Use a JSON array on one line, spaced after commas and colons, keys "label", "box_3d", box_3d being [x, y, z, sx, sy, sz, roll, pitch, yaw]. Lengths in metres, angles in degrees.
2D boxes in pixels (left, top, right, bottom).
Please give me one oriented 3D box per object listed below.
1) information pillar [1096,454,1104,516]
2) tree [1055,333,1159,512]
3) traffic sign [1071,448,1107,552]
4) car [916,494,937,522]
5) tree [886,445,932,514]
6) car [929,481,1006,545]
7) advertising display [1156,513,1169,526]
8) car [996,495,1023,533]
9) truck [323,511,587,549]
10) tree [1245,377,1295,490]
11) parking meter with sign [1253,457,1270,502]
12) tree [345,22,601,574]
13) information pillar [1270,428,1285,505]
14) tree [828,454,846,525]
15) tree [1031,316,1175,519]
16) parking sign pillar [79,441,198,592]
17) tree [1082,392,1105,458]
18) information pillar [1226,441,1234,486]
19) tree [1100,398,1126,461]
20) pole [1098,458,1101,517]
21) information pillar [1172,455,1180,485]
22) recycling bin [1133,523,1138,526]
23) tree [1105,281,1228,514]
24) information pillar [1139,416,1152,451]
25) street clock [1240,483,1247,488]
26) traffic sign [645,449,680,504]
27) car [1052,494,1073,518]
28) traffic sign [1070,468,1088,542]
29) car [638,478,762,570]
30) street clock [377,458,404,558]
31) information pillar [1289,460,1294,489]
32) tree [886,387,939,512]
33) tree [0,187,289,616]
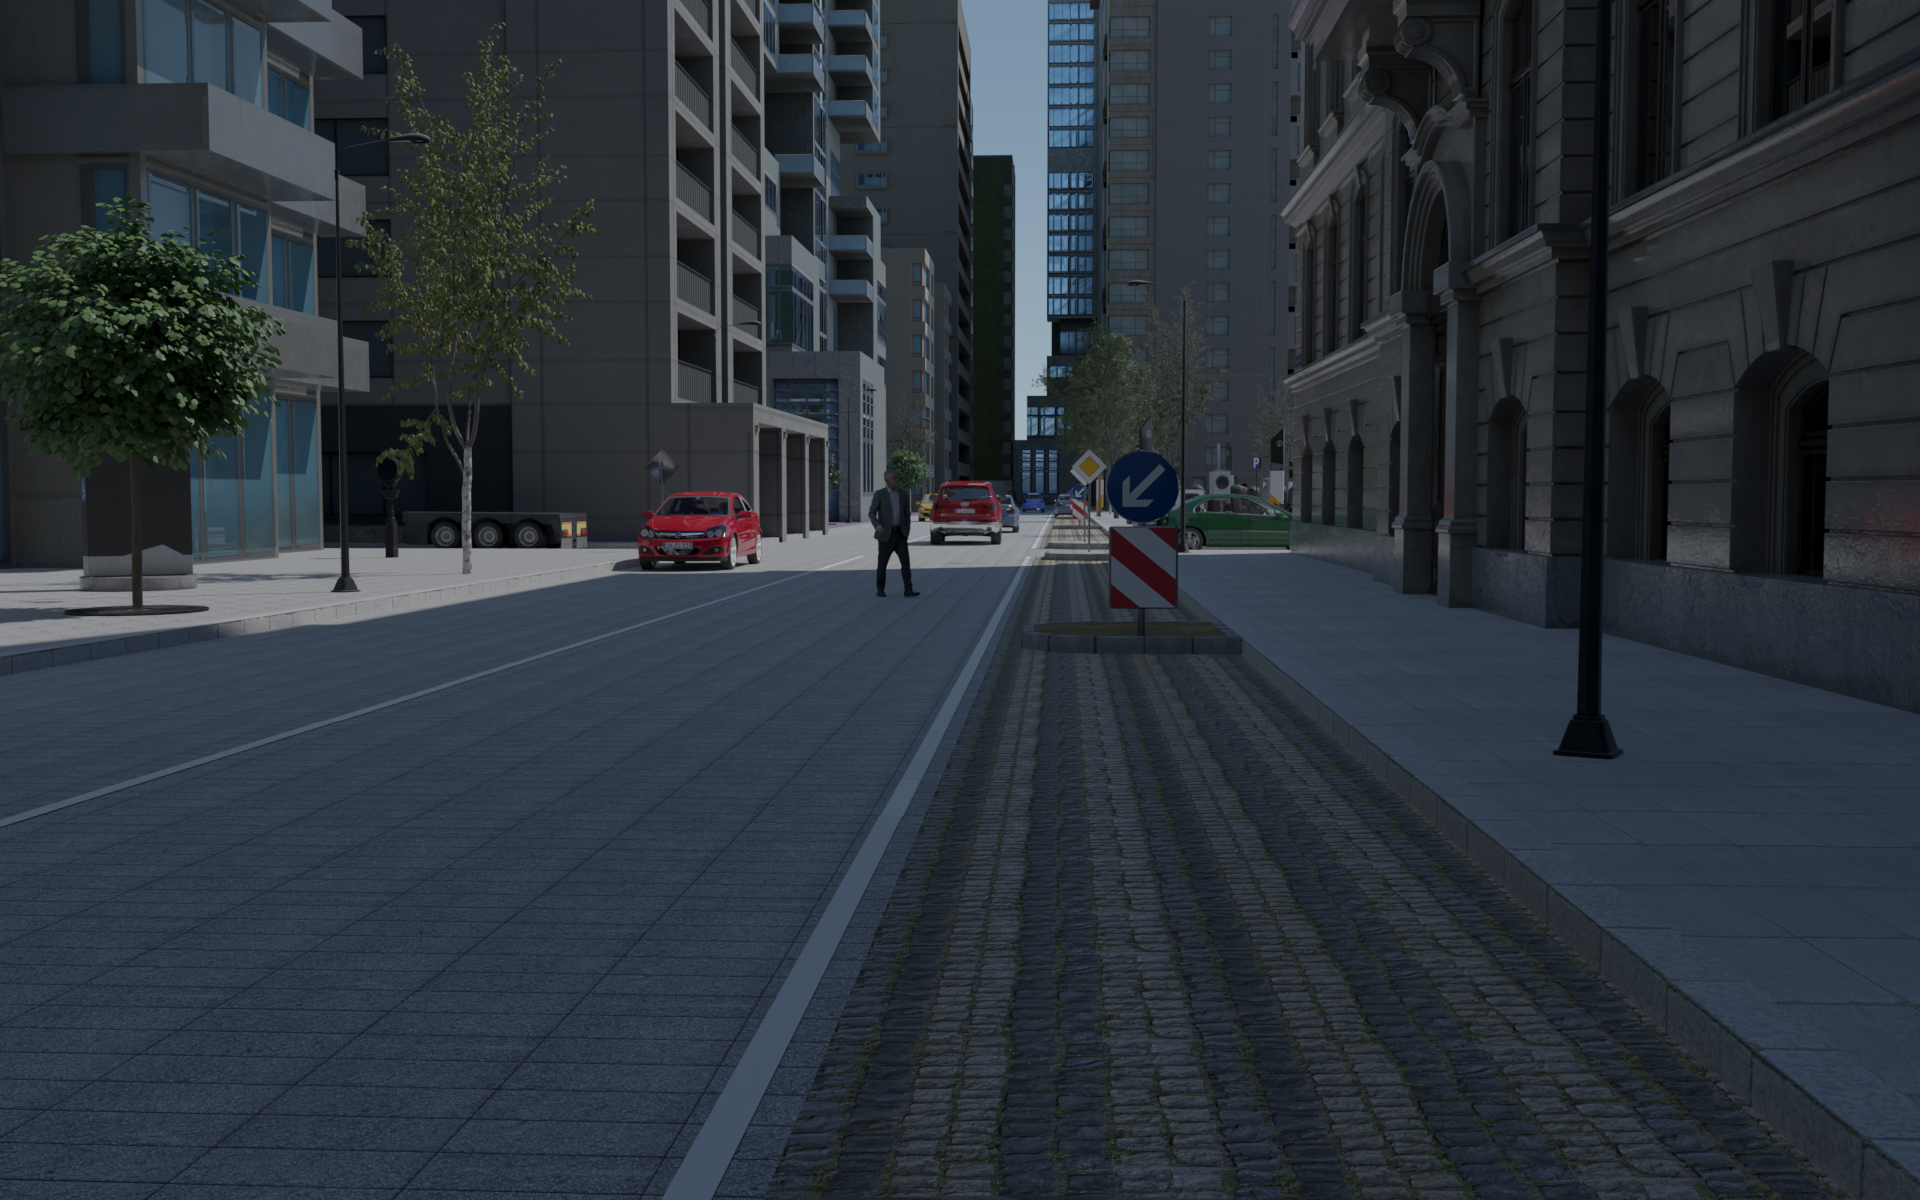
[{"label": "information pillar", "box_3d": [8.080, -6.653, 100.127, 0.504, 3.616, 0.183, -2, 4, -35]}, {"label": "tree", "box_3d": [10.468, -12.506, 122.597, 7.486, 12.596, 7.792, 0, 3, 0]}, {"label": "traffic sign", "box_3d": [2.853, -2.116, 38.246, 0.795, 2.450, 0.064, 0, 4, 3]}, {"label": "car", "box_3d": [-1.270, -4.941, 91.001, 2.015, 1.641, 3.980, 0, 4, 2]}, {"label": "tree", "box_3d": [-3.510, -7.915, 113.127, 4.285, 4.588, 4.351, 0, 3, 0]}, {"label": "car", "box_3d": [0.210, -2.565, 50.609, 2.281, 1.827, 5.304, 0, 4, 2]}, {"label": "advertising display", "box_3d": [4.212, -1.883, 35.999, 0.123, 1.923, 0.974, 1, 4, 15]}, {"label": "car", "box_3d": [1.367, -3.264, 65.364, 2.014, 1.417, 4.499, 0, 4, 3]}, {"label": "truck", "box_3d": [-19.098, -3.329, 44.193, 18.799, 4.110, 2.967, 0, 4, 3]}, {"label": "tree", "box_3d": [19.690, -9.671, 108.488, 4.360, 8.622, 3.978, 0, 3, 0]}, {"label": "parking meter with sign", "box_3d": [14.641, -5.221, 81.622, 1.738, 3.016, 0.543, -2, 4, -28]}, {"label": "tree", "box_3d": [-7.926, -4.739, 27.847, 4.737, 8.622, 4.395, 0, 3, 0]}, {"label": "information pillar", "box_3d": [11.228, -4.274, 61.234, 0.504, 3.616, 0.183, 2, 4, 27]}, {"label": "tree", "box_3d": [-5.536, -4.740, 72.099, 1.663, 3.219, 1.824, 0, 3, 0]}, {"label": "tree", "box_3d": [7.928, -9.561, 90.742, 7.601, 10.594, 8.767, 2, 4, 33]}, {"label": "parking sign pillar", "box_3d": [-11.107, -2.131, 23.315, 1.447, 3.967, 1.447, -2, 4, -35]}, {"label": "tree", "box_3d": [9.819, -9.773, 110.150, 4.360, 8.622, 3.978, 0, 3, 0]}, {"label": "information pillar", "box_3d": [11.789, -5.166, 75.813, 0.183, 3.616, 0.504, -2, 4, -26]}, {"label": "tree", "box_3d": [11.631, -11.033, 130.744, 4.737, 8.622, 4.395, 0, 3, 0]}, {"label": "pole", "box_3d": [7.866, -6.343, 97.557, 0.158, 3.312, 0.155, 0, 3, 0]}, {"label": "information pillar", "box_3d": [12.945, -6.882, 103.880, 0.504, 3.616, 0.183, 0, 4, 1]}, {"label": "recycling bin", "box_3d": [5.784, -2.483, 53.155, 0.722, 1.027, 0.722, -3, 5, -40]}, {"label": "tree", "box_3d": [7.365, -6.747, 60.679, 4.360, 8.622, 3.978, 0, 3, 0]}, {"label": "information pillar", "box_3d": [5.542, -3.689, 51.673, 0.504, 3.616, 0.183, -3, 5, -42]}, {"label": "street clock", "box_3d": [18.447, -6.620, 112.806, 0.471, 2.002, 0.358, -2, 4, -30]}, {"label": "traffic sign", "box_3d": [-6.673, -2.152, 38.827, 0.795, 2.450, 0.064, 0, 4, 3]}, {"label": "car", "box_3d": [6.561, -5.652, 104.417, 2.014, 1.417, 4.499, 0, 4, 3]}, {"label": "traffic sign", "box_3d": [3.324, -2.604, 46.218, 0.795, 2.450, 0.064, 0, 4, 3]}, {"label": "car", "box_3d": [-5.084, -1.535, 34.137, 2.155, 1.783, 4.494, 0, 4, 3]}, {"label": "street clock", "box_3d": [-11.472, -1.856, 34.923, 0.471, 2.002, 0.358, 1, 4, 13]}, {"label": "information pillar", "box_3d": [22.518, -7.714, 117.486, 0.504, 3.616, 0.183, 0, 4, 5]}, {"label": "tree", "box_3d": [-3.435, -10.293, 118.652, 4.360, 8.622, 3.978, 0, 3, 0]}, {"label": "tree", "box_3d": [-9.033, -2.139, 18.692, 4.285, 4.588, 4.351, 0, 3, 0]}]
